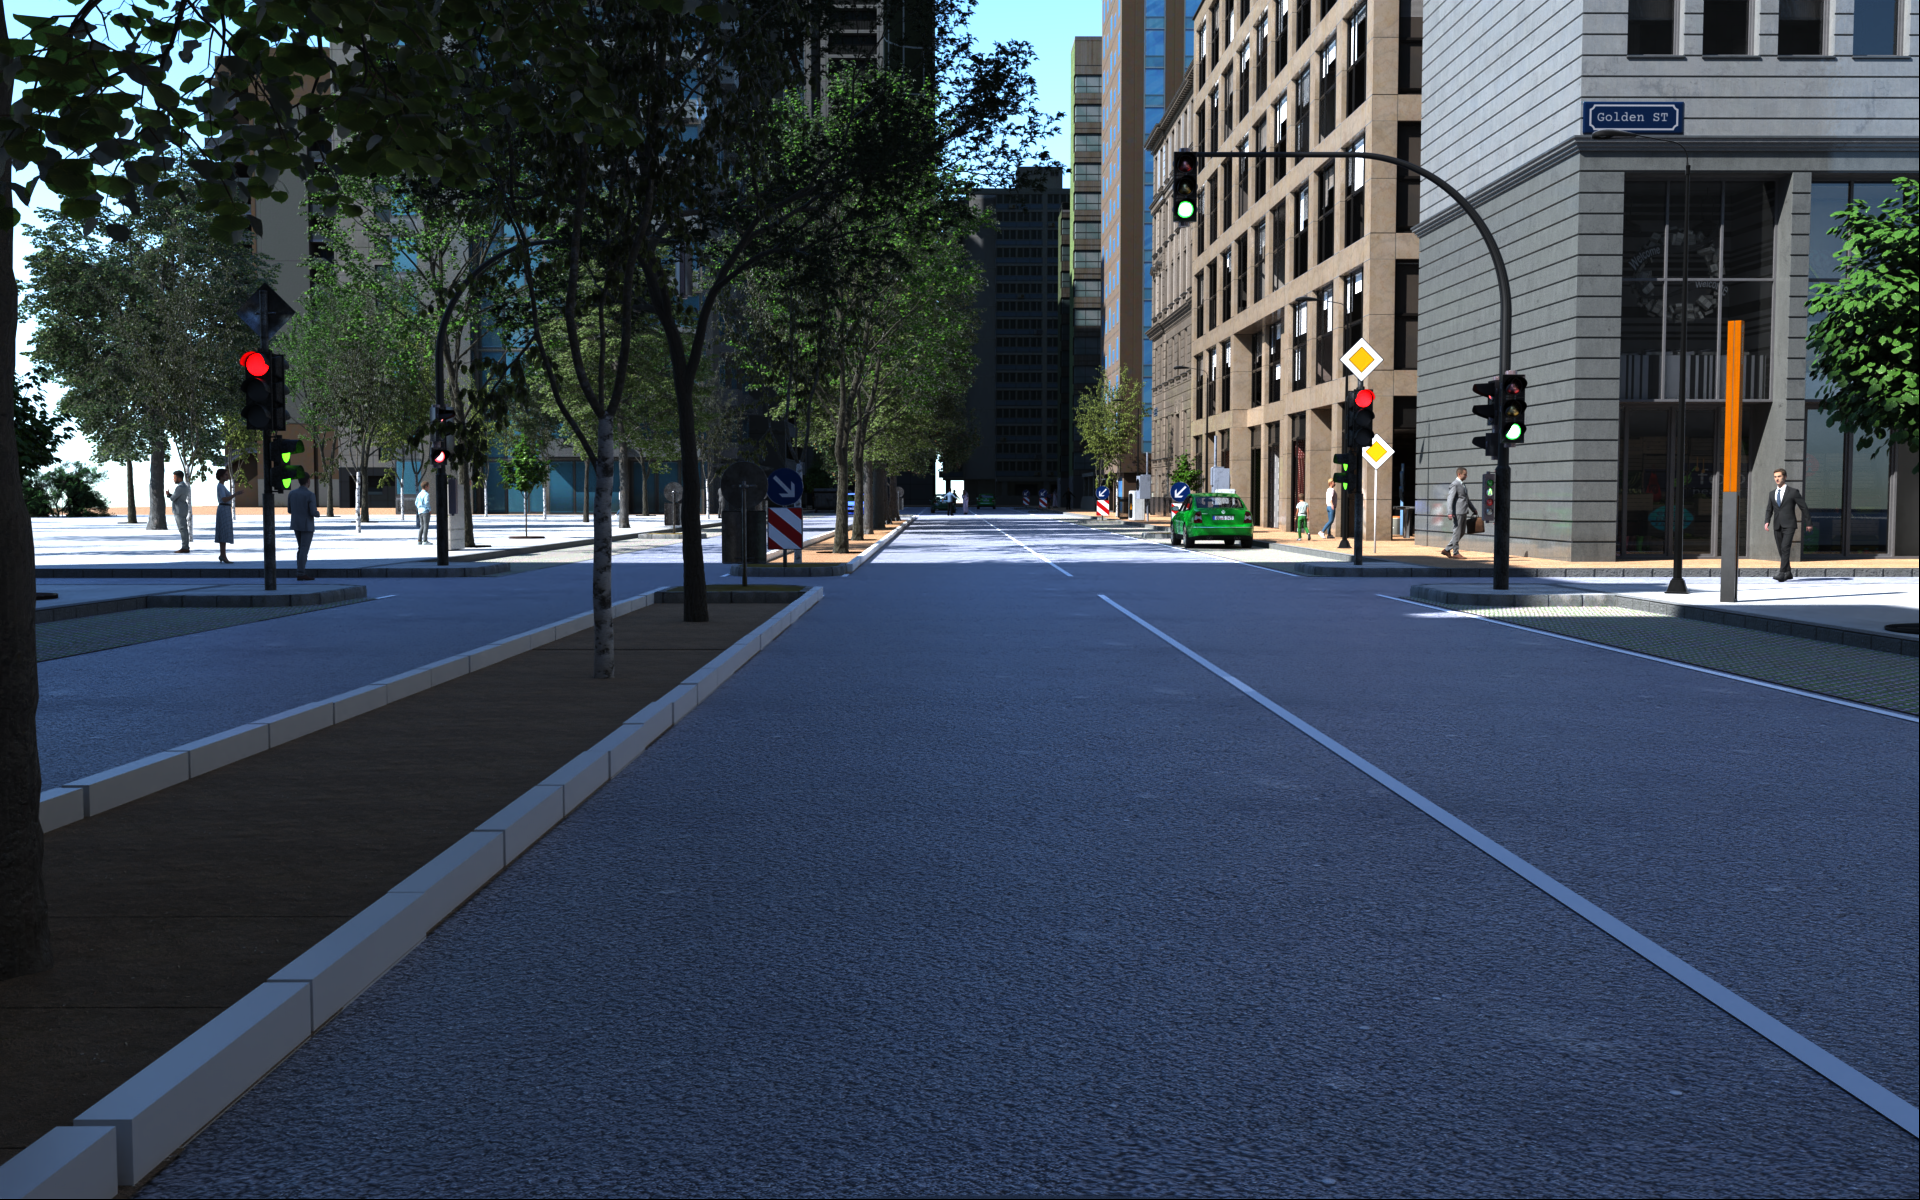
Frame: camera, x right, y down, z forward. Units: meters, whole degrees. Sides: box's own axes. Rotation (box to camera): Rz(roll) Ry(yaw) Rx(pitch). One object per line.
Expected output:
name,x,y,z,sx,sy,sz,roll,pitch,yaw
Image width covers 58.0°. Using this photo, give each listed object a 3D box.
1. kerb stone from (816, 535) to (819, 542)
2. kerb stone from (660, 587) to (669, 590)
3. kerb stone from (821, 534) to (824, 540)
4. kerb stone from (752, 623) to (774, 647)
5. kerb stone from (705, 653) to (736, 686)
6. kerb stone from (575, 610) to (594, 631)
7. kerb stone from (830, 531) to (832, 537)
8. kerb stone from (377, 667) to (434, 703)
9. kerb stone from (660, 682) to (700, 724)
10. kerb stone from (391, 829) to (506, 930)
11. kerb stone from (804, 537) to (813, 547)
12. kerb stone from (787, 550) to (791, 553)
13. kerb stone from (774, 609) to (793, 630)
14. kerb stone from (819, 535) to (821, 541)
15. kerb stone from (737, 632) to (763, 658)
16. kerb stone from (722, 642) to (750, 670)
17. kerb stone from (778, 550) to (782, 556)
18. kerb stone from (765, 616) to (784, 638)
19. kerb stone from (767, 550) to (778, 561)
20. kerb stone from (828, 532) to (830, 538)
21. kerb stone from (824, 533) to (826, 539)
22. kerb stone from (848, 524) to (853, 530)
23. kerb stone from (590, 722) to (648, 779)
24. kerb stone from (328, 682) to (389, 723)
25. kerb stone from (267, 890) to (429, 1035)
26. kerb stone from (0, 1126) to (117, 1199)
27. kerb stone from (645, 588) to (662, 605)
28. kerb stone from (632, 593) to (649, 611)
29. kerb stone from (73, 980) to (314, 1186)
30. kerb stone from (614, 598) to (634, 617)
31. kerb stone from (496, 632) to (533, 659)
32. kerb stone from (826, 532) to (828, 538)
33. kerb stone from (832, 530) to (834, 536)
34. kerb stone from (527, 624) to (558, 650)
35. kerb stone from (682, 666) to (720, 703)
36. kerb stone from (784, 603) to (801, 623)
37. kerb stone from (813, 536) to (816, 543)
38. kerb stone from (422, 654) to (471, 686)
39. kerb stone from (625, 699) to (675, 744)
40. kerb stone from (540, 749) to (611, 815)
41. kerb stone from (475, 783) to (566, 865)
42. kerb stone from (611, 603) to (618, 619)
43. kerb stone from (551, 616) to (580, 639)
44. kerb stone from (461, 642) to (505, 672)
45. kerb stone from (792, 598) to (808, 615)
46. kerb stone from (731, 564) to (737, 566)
kerb stone,-4.315,-1.745,50.728,0.120,0.150,1.000,0,4,-1
kerb stone,-4.055,-0.081,23.516,0.120,0.150,1.000,0,4,-1
kerb stone,-4.324,-1.870,52.778,0.120,0.150,1.000,0,4,-1
kerb stone,-1.886,0.358,16.349,0.120,0.150,1.000,0,4,-1
kerb stone,-1.853,0.546,13.274,0.120,0.150,1.000,0,4,-1
kerb stone,-4.013,0.235,18.384,0.120,0.150,1.000,0,4,-1
kerb stone,-4.368,-2.119,56.873,0.120,0.150,1.000,0,4,-1
kerb stone,-3.947,0.614,12.241,0.120,0.150,1.000,0,4,-1
kerb stone,-1.834,0.678,11.219,0.120,0.150,1.000,0,4,-1
kerb stone,-1.796,0.988,6.101,0.120,0.150,1.000,0,4,-1
kerb stone,-4.295,-1.620,48.679,0.120,0.150,1.000,0,4,-1
kerb stone,-4.221,-1.181,41.498,0.120,0.150,1.000,0,4,-1
kerb stone,-1.905,0.232,18.396,0.120,0.150,1.000,0,4,-1
kerb stone,-4.323,-1.808,51.750,0.120,0.150,1.000,0,4,-1
kerb stone,-1.882,0.421,15.322,0.120,0.150,1.000,0,4,-1
kerb stone,-1.869,0.485,14.296,0.120,0.150,1.000,0,4,-1
kerb stone,-4.212,-1.054,39.436,0.120,0.150,1.000,0,4,-1
kerb stone,-1.896,0.297,17.371,0.120,0.150,1.000,0,4,-1
kerb stone,-4.197,-0.985,38.412,0.120,0.150,1.000,0,4,-1
kerb stone,-4.360,-2.058,55.850,0.120,0.150,1.000,0,4,-1
kerb stone,-4.339,-1.933,53.800,0.120,0.150,1.000,0,4,-1
kerb stone,-4.514,-3.062,72.260,0.120,0.150,1.000,0,4,-1
kerb stone,-1.814,0.800,9.175,0.120,0.150,1.000,0,4,-1
kerb stone,-3.932,0.679,11.211,0.120,0.150,1.000,0,4,-1
kerb stone,-1.776,1.047,5.079,0.120,0.150,1.000,0,4,-1
kerb stone,-1.768,1.173,3.019,0.120,0.150,1.000,0,4,-1
kerb stone,-4.037,-0.018,22.482,0.120,0.150,1.000,0,4,-1
kerb stone,-4.036,0.053,21.458,0.120,0.150,1.000,0,4,-1
kerb stone,-1.764,1.110,4.058,0.120,0.150,1.000,0,4,-1
kerb stone,-4.027,0.108,20.433,0.120,0.150,1.000,0,4,-1
kerb stone,-3.981,0.421,15.318,0.120,0.150,1.000,0,4,-1
kerb stone,-4.351,-1.996,54.828,0.120,0.150,1.000,0,4,-1
kerb stone,-4.375,-2.183,57.895,0.120,0.150,1.000,0,4,-1
kerb stone,-3.992,0.361,16.340,0.120,0.150,1.000,0,4,-1
kerb stone,-1.843,0.608,12.250,0.120,0.150,1.000,0,4,-1
kerb stone,-1.911,0.170,19.418,0.120,0.150,1.000,0,4,-1
kerb stone,-4.305,-1.683,49.706,0.120,0.150,1.000,0,4,-1
kerb stone,-3.960,0.550,13.263,0.120,0.150,1.000,0,4,-1
kerb stone,-1.833,0.734,10.197,0.120,0.150,1.000,0,4,-1
kerb stone,-1.810,0.859,8.145,0.120,0.150,1.000,0,4,-1
kerb stone,-1.803,0.922,7.123,0.120,0.150,1.000,0,4,-1
kerb stone,-4.017,0.171,19.411,0.120,0.150,1.000,0,4,-1
kerb stone,-3.999,0.299,17.362,0.120,0.150,1.000,0,4,-1
kerb stone,-3.965,0.487,14.296,0.120,0.150,1.000,0,4,-1
kerb stone,-1.925,0.107,20.451,0.120,0.150,1.000,0,4,-1
kerb stone,-4.137,-0.612,32.262,0.120,0.150,1.000,0,4,-1
